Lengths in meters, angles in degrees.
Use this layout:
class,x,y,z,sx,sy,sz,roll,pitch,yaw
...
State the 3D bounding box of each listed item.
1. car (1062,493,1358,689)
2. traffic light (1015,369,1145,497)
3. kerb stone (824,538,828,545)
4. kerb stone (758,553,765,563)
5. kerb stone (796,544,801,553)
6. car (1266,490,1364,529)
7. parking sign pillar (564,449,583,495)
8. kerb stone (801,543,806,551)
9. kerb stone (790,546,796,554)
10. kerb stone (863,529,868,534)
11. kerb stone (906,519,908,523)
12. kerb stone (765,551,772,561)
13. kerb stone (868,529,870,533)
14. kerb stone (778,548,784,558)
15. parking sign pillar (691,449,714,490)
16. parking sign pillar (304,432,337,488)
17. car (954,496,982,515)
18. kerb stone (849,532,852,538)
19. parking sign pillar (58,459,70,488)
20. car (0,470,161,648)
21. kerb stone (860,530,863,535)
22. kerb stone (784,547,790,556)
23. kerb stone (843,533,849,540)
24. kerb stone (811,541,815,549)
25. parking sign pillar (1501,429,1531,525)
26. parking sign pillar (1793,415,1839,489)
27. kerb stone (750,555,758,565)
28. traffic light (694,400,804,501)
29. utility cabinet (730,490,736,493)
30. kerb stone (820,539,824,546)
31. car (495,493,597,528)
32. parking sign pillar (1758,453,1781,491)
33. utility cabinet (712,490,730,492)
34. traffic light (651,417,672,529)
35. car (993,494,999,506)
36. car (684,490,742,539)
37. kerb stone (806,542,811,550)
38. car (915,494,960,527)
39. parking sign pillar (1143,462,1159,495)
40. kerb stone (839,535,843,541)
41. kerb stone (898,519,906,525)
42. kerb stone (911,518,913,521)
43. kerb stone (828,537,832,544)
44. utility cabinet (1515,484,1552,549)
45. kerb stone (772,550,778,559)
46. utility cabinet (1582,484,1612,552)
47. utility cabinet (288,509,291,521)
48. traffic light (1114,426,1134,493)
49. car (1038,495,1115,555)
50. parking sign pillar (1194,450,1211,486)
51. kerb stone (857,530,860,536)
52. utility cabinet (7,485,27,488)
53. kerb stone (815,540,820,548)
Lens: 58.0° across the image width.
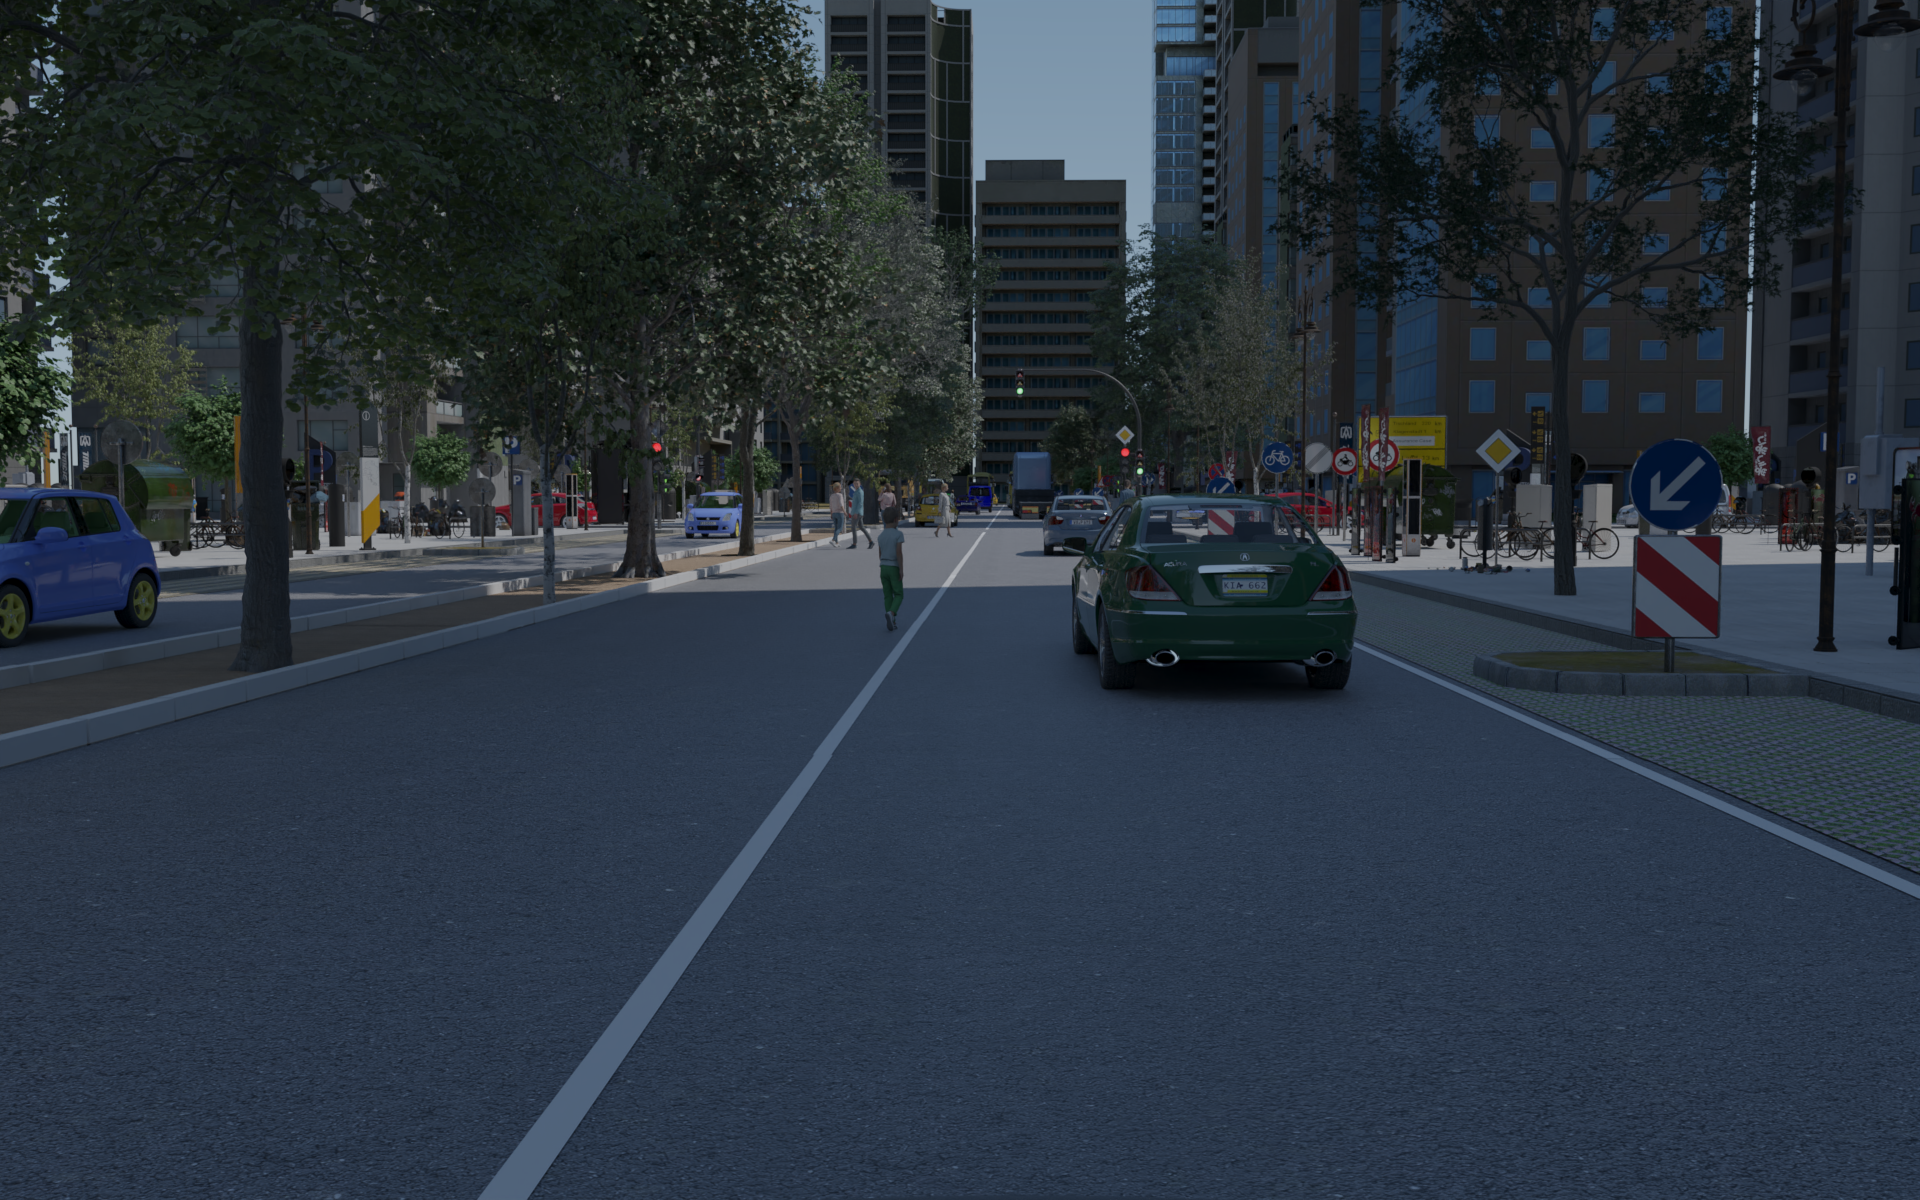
class,x,y,z,sx,sy,sz,roll,pitch,yaw
car,1.934,-0.143,14.142,2.131,1.459,4.920,0,4,0
traffic light,4.391,-5.396,62.890,4.771,5.953,1.251,0,4,2
kerb stone,-3.874,-1.600,48.350,0.120,0.150,1.000,0,4,2
kerb stone,-4.242,-0.842,36.045,0.120,0.150,1.000,0,4,2
kerb stone,-4.054,-1.224,42.214,0.120,0.150,1.000,0,4,2
car,13.187,-3.453,65.492,4.494,1.783,2.155,0,4,2
parking sign pillar,-19.081,-5.937,85.544,1.447,3.967,1.447,-2,4,-35
kerb stone,-4.025,-1.287,43.235,0.120,0.150,1.000,0,4,2
kerb stone,-4.093,-1.161,41.185,0.120,0.150,1.000,0,4,2
kerb stone,-3.474,-2.413,61.669,0.120,0.150,1.000,0,4,2
kerb stone,-2.774,-3.820,84.685,0.120,0.150,1.000,0,4,2
kerb stone,-4.212,-0.910,37.076,0.120,0.150,1.000,0,4,2
kerb stone,-3.440,-2.477,62.690,0.120,0.150,1.000,0,4,2
kerb stone,-4.149,-1.036,39.128,0.120,0.150,1.000,0,4,2
parking sign pillar,-15.438,-7.063,103.945,1.447,3.967,1.447,1,4,16
parking sign pillar,-27.803,-5.312,75.316,1.447,3.967,1.447,-1,4,-15
car,0.524,-6.592,120.365,1.945,1.354,3.894,0,4,3
kerb stone,-3.654,-2.037,55.519,0.120,0.150,1.000,0,4,2
parking sign pillar,-68.385,-8.790,132.191,1.447,3.967,1.447,-1,4,-12
car,-9.615,-0.470,17.278,1.945,1.707,3.694,0,4,3
kerb stone,-3.528,-2.282,59.612,0.120,0.150,1.000,0,4,2
kerb stone,-4.119,-1.099,40.159,0.120,0.150,1.000,0,4,2
kerb stone,-3.685,-1.972,54.497,0.120,0.150,1.000,0,4,2
kerb stone,-3.972,-1.412,45.285,0.120,0.150,1.000,0,4,2
parking sign pillar,23.127,-5.074,71.439,1.447,3.967,1.447,3,4,36
parking sign pillar,29.241,-4.327,59.217,1.447,3.967,1.447,1,4,13
kerb stone,-4.277,-0.780,35.023,0.120,0.150,1.000,0,4,2
traffic light,-8.684,-5.918,71.433,4.771,5.953,1.251,0,4,2
utility cabinet,-13.007,-5.393,96.855,0.318,1.500,1.173,-3,5,-41
kerb stone,-3.901,-1.531,47.328,0.120,0.150,1.000,0,4,2
car,-16.375,-3.559,67.228,4.494,1.783,2.155,0,4,1
parking sign pillar,44.288,-6.502,94.775,1.447,3.967,1.447,-1,4,-14
utility cabinet,-13.256,-5.302,95.371,0.318,1.500,1.173,2,4,26
traffic light,-11.019,-4.560,63.479,0.839,4.253,0.868,0,4,2
car,3.763,-12.384,212.698,2.015,1.641,3.980,0,4,3
car,-7.928,-2.893,56.897,1.945,1.707,3.694,0,4,3
kerb stone,-3.994,-1.350,44.264,0.120,0.150,1.000,0,4,2
car,-1.018,-4.042,76.313,2.015,1.641,3.980,0,4,4
parking sign pillar,14.970,-9.001,135.632,1.447,3.967,1.447,3,5,44
kerb stone,-3.739,-1.850,52.449,0.120,0.150,1.000,0,4,2
kerb stone,-2.810,-3.760,83.664,0.120,0.150,1.000,0,4,2
kerb stone,-2.649,-4.073,88.786,0.120,0.150,1.000,0,4,2
kerb stone,-3.841,-1.663,49.379,0.120,0.150,1.000,0,4,2
utility cabinet,13.413,-1.945,40.479,0.318,1.500,1.173,-1,4,-9
kerb stone,-4.188,-0.973,38.104,0.120,0.150,1.000,0,4,2
utility cabinet,14.179,-1.828,38.570,0.318,1.500,1.173,3,4,36
utility cabinet,-24.037,-3.104,61.915,0.306,1.237,1.020,-1,4,-18
traffic light,6.726,-5.017,70.950,0.839,4.253,0.868,0,4,2
car,2.894,-1.826,41.860,2.014,1.417,4.499,0,4,3
parking sign pillar,13.696,-6.619,96.700,1.447,3.967,1.447,-2,4,-35
kerb stone,-3.565,-2.224,58.590,0.120,0.150,1.000,0,4,2
utility cabinet,-22.666,-1.969,40.870,0.318,1.500,1.173,3,5,41
kerb stone,-3.933,-1.475,46.307,0.120,0.150,1.000,0,4,2
